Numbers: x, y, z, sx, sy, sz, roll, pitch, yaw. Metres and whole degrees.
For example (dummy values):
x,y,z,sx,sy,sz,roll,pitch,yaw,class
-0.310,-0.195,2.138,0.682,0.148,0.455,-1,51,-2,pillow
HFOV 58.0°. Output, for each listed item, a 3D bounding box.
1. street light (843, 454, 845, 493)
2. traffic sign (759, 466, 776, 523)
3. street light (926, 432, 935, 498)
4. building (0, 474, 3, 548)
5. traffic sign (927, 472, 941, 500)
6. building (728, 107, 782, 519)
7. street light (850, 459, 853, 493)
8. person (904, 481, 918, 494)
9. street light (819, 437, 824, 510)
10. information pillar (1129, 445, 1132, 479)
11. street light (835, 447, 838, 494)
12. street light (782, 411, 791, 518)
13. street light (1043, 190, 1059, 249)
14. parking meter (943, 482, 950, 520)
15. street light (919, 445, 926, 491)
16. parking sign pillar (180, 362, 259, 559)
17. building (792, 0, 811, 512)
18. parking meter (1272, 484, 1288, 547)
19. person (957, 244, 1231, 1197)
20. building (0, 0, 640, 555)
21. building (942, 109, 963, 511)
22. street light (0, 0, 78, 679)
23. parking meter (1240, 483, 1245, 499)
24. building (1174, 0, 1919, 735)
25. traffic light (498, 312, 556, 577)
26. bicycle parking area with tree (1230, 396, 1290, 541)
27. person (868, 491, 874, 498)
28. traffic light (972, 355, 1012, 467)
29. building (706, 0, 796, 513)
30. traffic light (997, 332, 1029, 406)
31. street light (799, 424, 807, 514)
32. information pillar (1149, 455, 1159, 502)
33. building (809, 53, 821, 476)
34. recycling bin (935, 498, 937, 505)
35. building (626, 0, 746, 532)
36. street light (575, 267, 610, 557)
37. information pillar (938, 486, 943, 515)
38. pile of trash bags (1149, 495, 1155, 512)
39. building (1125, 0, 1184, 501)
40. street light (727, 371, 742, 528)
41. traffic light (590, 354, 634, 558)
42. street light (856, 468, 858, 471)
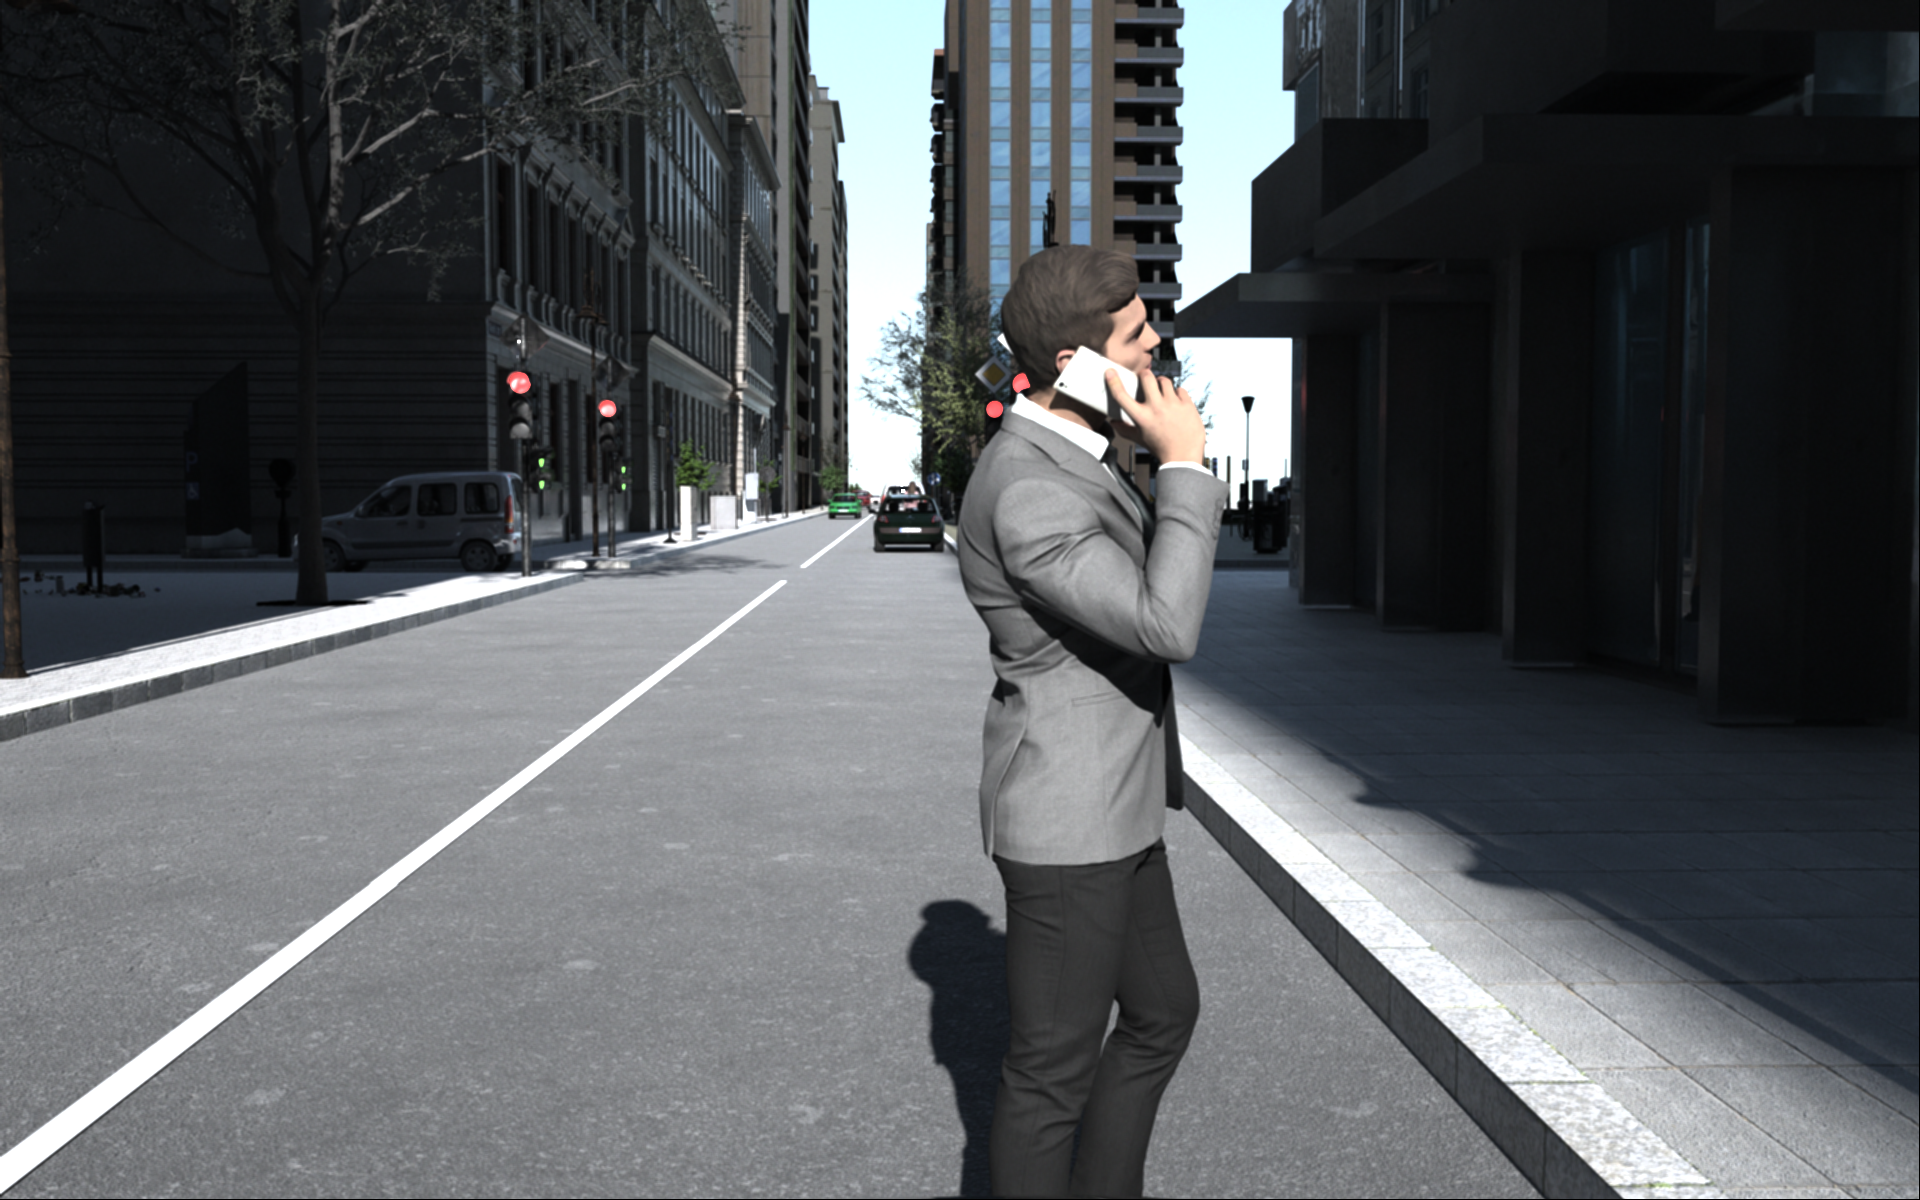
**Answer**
x,y,z,sx,sy,sz,roll,pitch,yaw,class
-13.072,-13.578,194.788,0.468,5.910,1.993,0,4,-2,street light
-8.618,-4.731,77.451,0.768,2.556,0.104,0,4,-1,traffic sign
-2.045,-9.402,126.505,0.468,5.910,1.993,0,4,-2,street light
-30.632,-12.870,40.098,15.834,23.373,12.332,0,4,-2,building
-1.503,-6.135,100.412,0.768,2.556,0.104,0,3,0,traffic sign
-16.072,-16.361,96.380,11.050,23.489,19.941,0,4,-2,building
-14.057,-15.377,224.196,0.468,5.910,1.993,0,4,-2,street light
-1.436,-2.706,52.756,0.555,1.821,0.388,0,4,-5,person
-11.247,-10.283,140.906,0.468,5.910,1.993,0,4,-2,street light
8.188,-5.611,83.098,0.183,3.616,0.504,1,4,9,information pillar
-12.175,-12.102,170.649,0.468,5.910,1.993,0,4,-2,street light
-9.481,-7.454,94.667,0.468,5.910,1.993,0,4,-2,street light
1.364,-3.298,26.717,0.468,5.910,1.993,0,4,-2,street light
-0.670,-4.858,85.137,0.255,1.863,0.399,2,4,27,parking meter
-3.201,-11.236,156.499,0.468,5.910,1.993,0,4,-2,street light
-14.923,-2.833,34.797,1.447,3.967,1.447,1,4,23,parking sign pillar
-22.818,-31.203,133.873,21.300,48.544,21.600,0,4,-2,building
7.764,-2.057,42.036,0.372,1.533,0.369,0,3,0,parking meter
0.223,0.360,2.793,0.473,1.802,0.592,1,4,20,person
-15.397,-12.828,45.889,11.583,22.565,21.152,0,4,-2,building
5.586,-22.135,133.610,14.160,30.474,14.107,0,4,-2,building
-6.610,-2.394,11.923,0.468,5.910,1.993,0,4,-2,street light
15.178,-5.338,92.995,0.255,1.863,0.399,2,4,25,parking meter
14.562,-23.892,10.251,23.786,49.044,30.456,0,4,-2,building
-6.711,-2.316,26.784,0.839,4.253,0.868,0,4,-2,traffic light
10.856,-3.841,49.811,8.231,4.147,9.016,3,5,40,bicycle parking area with tree
-12.215,-13.678,232.152,1.348,1.821,0.705,1,4,9,person
0.665,-2.821,35.047,0.839,4.253,0.868,0,4,-2,traffic light
-18.591,-26.457,116.167,14.154,41.232,14.086,0,4,-2,building
0.945,-2.333,27.067,0.839,4.253,0.868,0,4,-2,traffic light
-10.083,-8.484,111.504,0.468,5.910,1.993,0,4,-2,street light
10.259,-6.123,91.473,0.504,3.616,0.183,-1,4,-12,information pillar
-25.091,-33.038,159.774,23.786,49.044,30.456,0,4,-2,building
-1.834,-5.914,109.255,0.722,1.027,0.722,0,4,-2,recycling bin
-18.148,-14.561,71.355,16.112,22.955,30.059,0,4,-2,building
-7.474,-3.828,35.377,0.468,5.910,1.993,0,4,-2,street light
-1.182,-6.375,108.722,0.304,2.012,0.304,-1,4,-12,information pillar
6.560,-3.283,63.430,1.912,1.369,3.447,1,4,8,pile of trash bags
7.063,-28.649,118.523,14.600,45.320,14.200,0,4,-2,building
-8.464,-5.652,65.200,0.468,5.910,1.993,0,4,-2,street light
-6.991,-2.804,34.764,0.839,4.253,0.868,0,4,-2,traffic light
-15.098,-17.175,253.603,0.468,5.910,1.993,0,4,-2,street light
